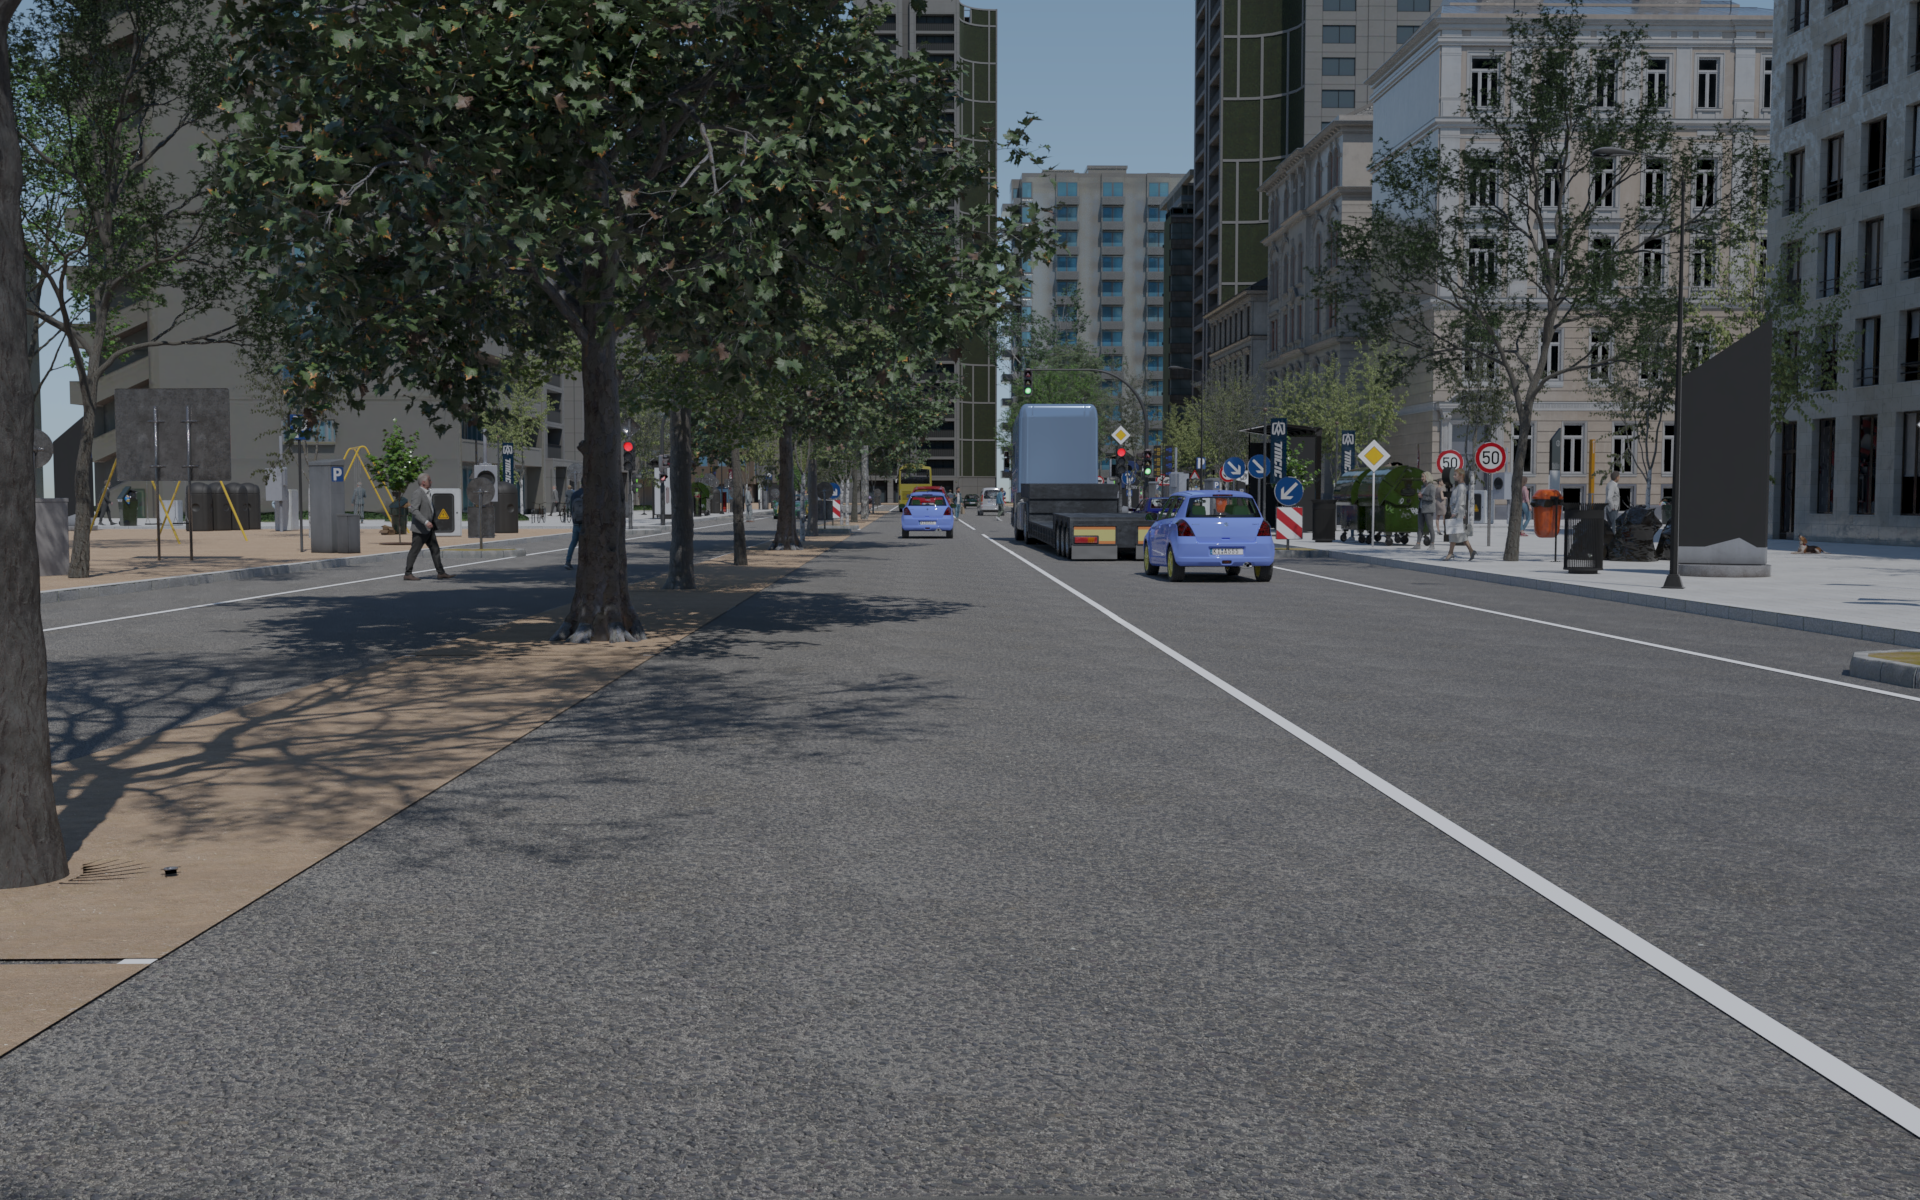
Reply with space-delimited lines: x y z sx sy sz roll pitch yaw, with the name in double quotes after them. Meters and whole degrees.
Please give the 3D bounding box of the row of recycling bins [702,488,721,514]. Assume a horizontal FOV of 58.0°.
-17.454 -6.516 113.654 3.534 1.692 1.069 0 4 1 "row of recycling bins"

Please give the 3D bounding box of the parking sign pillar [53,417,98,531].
-30.933 -4.401 60.429 1.447 3.967 1.447 1 4 15 "parking sign pillar"

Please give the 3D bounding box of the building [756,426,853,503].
-22.132 -34.606 249.408 14.086 41.232 14.154 0 4 -1 "building"

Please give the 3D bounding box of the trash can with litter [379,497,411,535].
-17.779 -2.640 54.551 0.624 1.170 1.055 1 4 19 "trash can with litter"

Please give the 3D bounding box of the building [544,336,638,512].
-40.044 -43.788 154.185 20.563 71.187 20.611 0 4 -1 "building"

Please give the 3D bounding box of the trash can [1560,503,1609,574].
10.047 -0.994 27.898 0.748 1.137 0.748 0 3 0 "trash can"

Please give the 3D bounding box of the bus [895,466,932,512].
-3.686 -9.004 138.763 2.896 3.916 12.252 0 4 -2 "bus"

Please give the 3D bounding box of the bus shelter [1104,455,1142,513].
9.969 -7.008 105.871 1.731 3.624 6.357 0 4 -2 "bus shelter"

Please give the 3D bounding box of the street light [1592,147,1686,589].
9.164 -3.109 23.378 1.470 5.913 1.316 0 4 -1 "street light"

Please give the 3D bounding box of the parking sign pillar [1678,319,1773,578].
11.969 -2.365 27.136 1.447 3.967 1.447 2 4 29 "parking sign pillar"

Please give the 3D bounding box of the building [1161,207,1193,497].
27.421 -24.760 176.521 14.160 30.474 14.107 0 4 -1 "building"

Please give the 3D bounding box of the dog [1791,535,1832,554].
18.253 -1.186 37.125 0.748 0.427 0.550 3 4 38 "dog"

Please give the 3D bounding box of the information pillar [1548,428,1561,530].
20.971 -4.262 61.034 0.504 3.616 0.183 -2 4 -34 "information pillar"

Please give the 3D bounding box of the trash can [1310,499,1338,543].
9.631 -2.090 45.823 0.748 1.137 0.748 0 3 0 "trash can"

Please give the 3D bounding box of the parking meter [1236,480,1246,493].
11.831 -4.108 72.875 0.399 1.863 0.255 0 4 -5 "parking meter"

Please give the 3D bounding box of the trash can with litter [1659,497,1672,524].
29.722 -3.765 72.945 0.624 1.170 1.055 1 4 16 "trash can with litter"

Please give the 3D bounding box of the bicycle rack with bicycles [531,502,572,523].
-17.914 -3.889 76.967 2.852 0.926 2.925 -1 4 -9 "bicycle rack with bicycles"

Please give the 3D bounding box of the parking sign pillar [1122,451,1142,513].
9.879 -6.843 100.351 1.447 3.967 1.447 2 4 25 "parking sign pillar"

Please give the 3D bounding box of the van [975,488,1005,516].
2.053 -6.620 115.242 2.013 2.044 4.112 0 4 -3 "van"

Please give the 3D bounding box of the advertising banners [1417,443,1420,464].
15.932 -3.935 60.532 0.090 3.025 2.074 1 4 11 "advertising banners"

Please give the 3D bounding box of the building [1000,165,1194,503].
21.209 -38.858 254.940 30.456 49.044 23.786 0 4 -1 "building"

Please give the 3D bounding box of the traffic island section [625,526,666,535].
-11.943 -2.471 62.679 2.009 0.180 2.903 0 4 -1 "traffic island section"

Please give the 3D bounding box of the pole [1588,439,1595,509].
23.512 -4.321 64.488 0.158 3.312 0.155 0 3 0 "pole"

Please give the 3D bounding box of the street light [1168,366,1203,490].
8.252 -5.535 63.035 1.470 5.913 1.316 0 4 -1 "street light"

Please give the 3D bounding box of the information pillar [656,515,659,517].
-16.879 -5.672 97.237 0.304 2.012 0.304 0 4 5 "information pillar"

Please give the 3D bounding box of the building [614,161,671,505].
-43.274 -30.551 191.394 23.993 40.220 32.217 0 4 -1 "building"

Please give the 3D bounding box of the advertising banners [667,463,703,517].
-15.424 -6.164 96.976 2.074 3.025 0.090 -1 4 -19 "advertising banners"

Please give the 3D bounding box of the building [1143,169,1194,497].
36.400 -30.838 196.078 32.217 40.220 23.993 0 4 -1 "building"

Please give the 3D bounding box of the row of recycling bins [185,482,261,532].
-25.870 -3.295 60.983 1.069 1.692 3.534 1 4 13 "row of recycling bins"

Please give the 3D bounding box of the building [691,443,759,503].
-36.283 -36.658 249.471 14.200 45.320 14.600 0 4 -1 "building"

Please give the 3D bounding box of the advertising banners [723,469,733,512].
-16.499 -7.650 121.257 0.090 3.025 2.074 -3 5 -43 "advertising banners"

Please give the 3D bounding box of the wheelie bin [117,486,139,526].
-33.415 -3.772 69.580 0.693 1.594 0.980 -3 5 -44 "wheelie bin"

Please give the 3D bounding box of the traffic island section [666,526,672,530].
-12.137 -2.959 70.662 2.009 0.180 2.903 0 4 -1 "traffic island section"

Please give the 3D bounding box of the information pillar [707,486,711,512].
-16.950 -6.849 116.466 0.304 2.012 0.304 -3 5 -44 "information pillar"

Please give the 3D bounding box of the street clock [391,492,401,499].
-19.434 -3.376 59.761 0.358 2.002 0.471 3 5 44 "street clock"

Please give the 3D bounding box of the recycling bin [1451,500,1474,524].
21.233 -3.706 73.151 0.722 1.027 0.722 3 5 42 "recycling bin"

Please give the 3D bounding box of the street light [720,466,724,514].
-14.620 -8.419 110.183 1.470 5.913 1.316 0 4 -1 "street light"

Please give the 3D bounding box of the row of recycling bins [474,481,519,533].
-15.511 -3.113 58.005 1.069 1.692 3.534 -2 4 -26 "row of recycling bins"

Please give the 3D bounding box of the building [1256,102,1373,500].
28.817 -20.073 115.578 14.401 28.519 23.554 0 4 -1 "building"

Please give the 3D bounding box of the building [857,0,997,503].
-4.881 -49.813 252.701 20.611 71.187 20.563 0 4 -1 "building"

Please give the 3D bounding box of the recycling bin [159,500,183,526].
-31.912 -3.517 70.055 0.722 1.027 0.722 0 4 -8 "recycling bin"

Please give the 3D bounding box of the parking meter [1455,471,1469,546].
12.430 -2.277 42.937 0.255 1.863 0.399 2 4 34 "parking meter"

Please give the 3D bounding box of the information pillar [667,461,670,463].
-17.545 -6.964 105.222 0.504 3.616 0.183 0 4 -4 "information pillar"

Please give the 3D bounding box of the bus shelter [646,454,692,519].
-14.969 -5.915 90.636 2.014 3.302 5.546 0 4 -1 "bus shelter"

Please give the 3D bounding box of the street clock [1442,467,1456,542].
13.087 -2.557 46.377 0.358 2.002 0.471 3 5 39 "street clock"

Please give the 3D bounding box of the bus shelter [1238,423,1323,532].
11.023 -4.195 59.869 1.731 3.624 6.357 0 4 -1 "bus shelter"

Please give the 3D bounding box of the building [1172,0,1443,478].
30.948 -44.020 157.975 20.563 71.187 20.611 0 4 -1 "building"
